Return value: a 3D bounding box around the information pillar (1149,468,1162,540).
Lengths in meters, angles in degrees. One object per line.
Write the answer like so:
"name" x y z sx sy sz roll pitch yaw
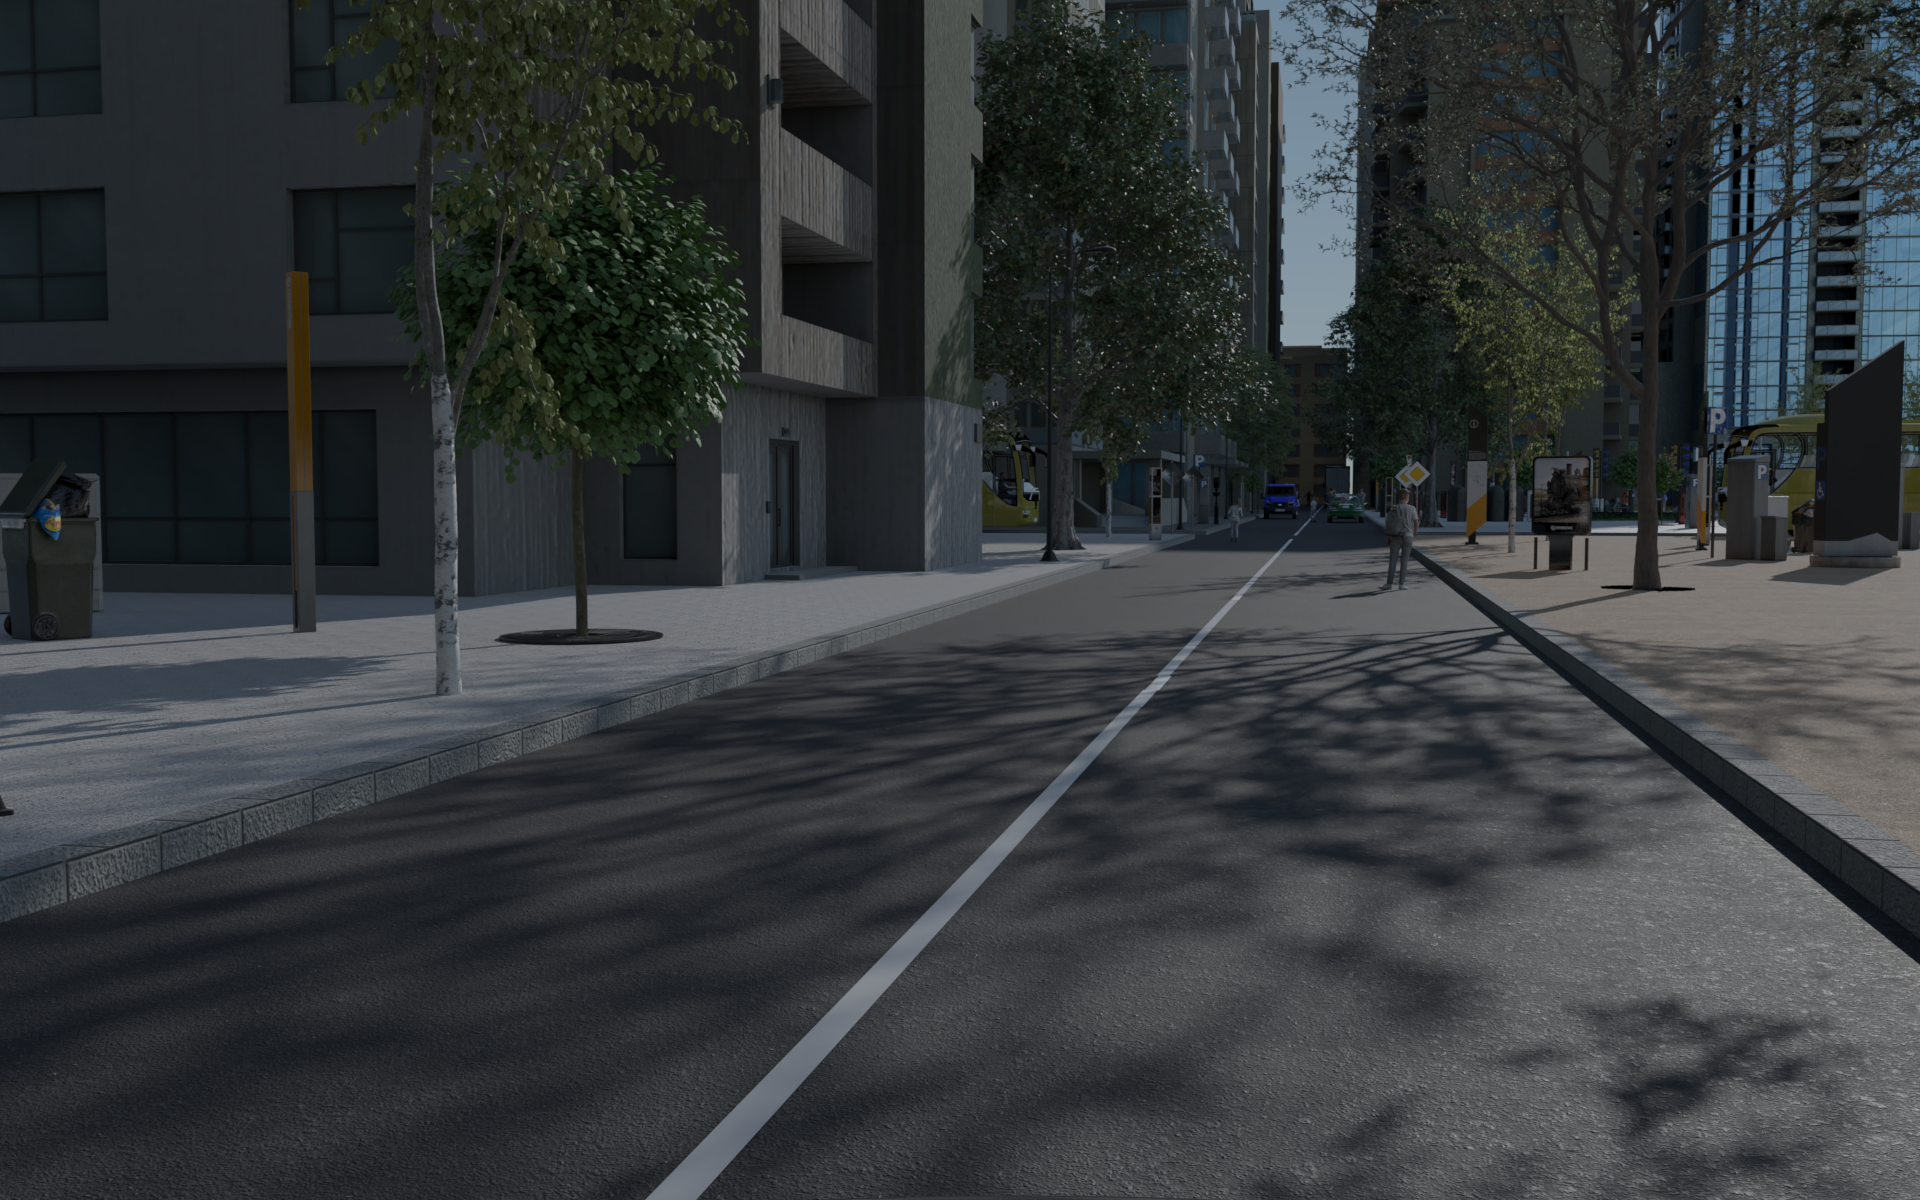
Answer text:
"information pillar" 5.422 -2.663 48.037 0.304 2.012 0.304 0 4 -7

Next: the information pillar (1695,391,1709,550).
"information pillar" 16.966 -2.949 39.574 0.183 3.616 0.504 1 4 9

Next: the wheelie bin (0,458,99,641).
"wheelie bin" -8.104 -0.459 15.419 0.980 1.594 0.693 3 5 40

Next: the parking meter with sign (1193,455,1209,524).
"parking meter with sign" 10.597 -4.862 75.757 0.543 3.016 1.738 0 4 -1

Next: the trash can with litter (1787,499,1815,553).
"trash can with litter" 18.245 -1.621 37.883 0.624 1.170 1.055 -3 4 -36

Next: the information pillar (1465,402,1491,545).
"information pillar" 13.100 -3.215 43.918 0.504 3.616 0.183 1 4 19

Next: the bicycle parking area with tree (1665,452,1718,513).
"bicycle parking area with tree" 51.863 -8.069 118.928 8.231 4.147 9.016 -1 4 -20

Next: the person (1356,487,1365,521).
"person" 21.450 -5.146 92.811 0.511 1.800 0.466 3 4 36

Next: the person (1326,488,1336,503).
"person" 21.331 -5.555 99.513 0.473 1.802 0.592 0 4 -3

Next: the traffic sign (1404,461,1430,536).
"traffic sign" 13.866 -2.994 52.595 0.795 2.450 0.064 1 4 12

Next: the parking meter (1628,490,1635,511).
"parking meter" 44.209 -6.463 114.074 0.372 1.533 0.369 0 3 0

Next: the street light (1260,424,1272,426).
"street light" 19.944 -8.688 114.589 1.470 5.913 1.316 1 4 12

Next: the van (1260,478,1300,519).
"van" 18.621 -5.881 100.530 2.240 2.365 5.245 1 4 11

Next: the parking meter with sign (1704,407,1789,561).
"parking meter with sign" 15.442 -2.306 33.957 0.543 3.016 1.738 -1 4 -23

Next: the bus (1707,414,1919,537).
"bus" 29.581 -3.754 52.927 12.252 3.916 2.896 1 4 12

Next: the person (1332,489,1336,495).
"person" 28.259 -7.463 130.765 0.600 1.795 0.529 0 4 -2

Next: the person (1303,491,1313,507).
"person" 39.889 -11.589 198.121 1.348 1.807 0.705 0 4 -1

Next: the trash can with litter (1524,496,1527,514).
"trash can with litter" 38.506 -6.305 114.146 1.678 1.210 2.233 0 4 2

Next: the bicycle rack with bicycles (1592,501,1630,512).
"bicycle rack with bicycles" 32.323 -4.531 87.456 2.925 0.926 2.852 -3 4 -37

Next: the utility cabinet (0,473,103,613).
"utility cabinet" -9.924 -0.611 18.671 1.173 1.500 0.318 -1 4 -19

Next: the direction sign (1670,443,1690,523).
"direction sign" 31.916 -5.191 76.862 0.876 3.537 0.379 0 4 -2

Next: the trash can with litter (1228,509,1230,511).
"trash can with litter" 20.441 -7.587 135.101 1.678 1.210 2.233 -3 5 -40

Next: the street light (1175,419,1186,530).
"street light" 8.427 -5.457 61.770 1.470 5.913 1.316 1 4 12

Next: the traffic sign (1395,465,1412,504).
"traffic sign" 15.551 -3.471 60.401 0.795 2.450 0.064 1 4 12

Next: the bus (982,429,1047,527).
"bus" -3.124 -4.214 60.442 12.252 3.916 2.896 1 4 13

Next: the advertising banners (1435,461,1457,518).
"advertising banners" 25.625 -5.846 91.775 0.090 3.025 2.074 -1 4 -22

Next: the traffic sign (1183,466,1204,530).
"traffic sign" 8.327 -3.568 61.975 0.795 2.450 0.064 1 4 12

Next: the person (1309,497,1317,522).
"person" 17.903 -4.592 87.862 0.394 1.301 0.425 3 4 37

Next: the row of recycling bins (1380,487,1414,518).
"row of recycling bins" 24.383 -5.406 95.497 3.534 1.692 1.069 -3 5 -40

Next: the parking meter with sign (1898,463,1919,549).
"parking meter with sign" 21.477 -2.680 40.078 1.738 3.016 0.543 -1 4 -22

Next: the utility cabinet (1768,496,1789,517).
"utility cabinet" 21.577 -2.136 46.080 1.020 1.237 0.306 -2 4 -30

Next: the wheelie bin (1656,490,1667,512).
"wheelie bin" 34.663 -4.780 86.059 0.980 1.594 0.693 3 4 36

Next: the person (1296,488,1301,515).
"person" 22.824 -6.642 117.187 0.616 1.811 0.778 0 4 -7

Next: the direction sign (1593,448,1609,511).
"direction sign" 31.482 -5.697 85.148 0.876 3.537 0.379 -1 4 -15

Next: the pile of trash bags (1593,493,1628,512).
"pile of trash bags" 45.017 -6.730 119.781 1.912 1.369 3.447 -2 4 -24

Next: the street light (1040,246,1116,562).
"street light" 2.232 -3.682 32.746 1.470 5.913 1.316 1 4 12

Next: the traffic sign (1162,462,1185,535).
"traffic sign" 6.642 -3.090 54.169 0.795 2.450 0.064 1 4 12

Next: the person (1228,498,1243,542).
"person" 8.234 -2.392 51.883 0.425 1.301 0.394 0 4 -6

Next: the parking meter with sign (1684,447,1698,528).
"parking meter with sign" 27.501 -4.193 64.819 0.543 3.016 1.738 1 4 11

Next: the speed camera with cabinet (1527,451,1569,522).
"speed camera with cabinet" 27.391 -5.257 80.285 2.038 3.252 0.660 1 4 20

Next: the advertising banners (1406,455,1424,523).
"advertising banners" 20.423 -4.964 77.357 0.090 3.025 2.074 3 5 44

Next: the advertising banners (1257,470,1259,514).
"advertising banners" 19.360 -7.111 112.454 0.090 3.025 2.074 1 4 8

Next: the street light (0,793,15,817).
"street light" -3.443 -2.084 6.618 1.470 5.913 1.316 1 4 12

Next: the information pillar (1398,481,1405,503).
"information pillar" 22.071 -5.017 86.516 0.304 2.012 0.304 0 4 -3

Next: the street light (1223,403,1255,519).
"street light" 14.091 -7.056 87.900 1.470 5.913 1.316 1 4 12

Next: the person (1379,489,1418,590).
"person" 6.575 -0.909 25.961 0.503 1.515 0.523 -1 4 -16

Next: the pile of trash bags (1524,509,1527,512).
"pile of trash bags" 40.440 -6.842 121.627 1.912 1.369 3.447 1 4 19

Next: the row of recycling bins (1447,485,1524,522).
"row of recycling bins" 24.449 -4.488 80.497 3.534 1.692 1.069 0 4 -4

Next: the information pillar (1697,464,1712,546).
"information pillar" 18.558 -2.366 43.172 0.304 2.012 0.304 2 4 26

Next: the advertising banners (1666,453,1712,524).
"advertising banners" 30.826 -4.731 73.539 2.074 3.025 0.090 1 4 17
